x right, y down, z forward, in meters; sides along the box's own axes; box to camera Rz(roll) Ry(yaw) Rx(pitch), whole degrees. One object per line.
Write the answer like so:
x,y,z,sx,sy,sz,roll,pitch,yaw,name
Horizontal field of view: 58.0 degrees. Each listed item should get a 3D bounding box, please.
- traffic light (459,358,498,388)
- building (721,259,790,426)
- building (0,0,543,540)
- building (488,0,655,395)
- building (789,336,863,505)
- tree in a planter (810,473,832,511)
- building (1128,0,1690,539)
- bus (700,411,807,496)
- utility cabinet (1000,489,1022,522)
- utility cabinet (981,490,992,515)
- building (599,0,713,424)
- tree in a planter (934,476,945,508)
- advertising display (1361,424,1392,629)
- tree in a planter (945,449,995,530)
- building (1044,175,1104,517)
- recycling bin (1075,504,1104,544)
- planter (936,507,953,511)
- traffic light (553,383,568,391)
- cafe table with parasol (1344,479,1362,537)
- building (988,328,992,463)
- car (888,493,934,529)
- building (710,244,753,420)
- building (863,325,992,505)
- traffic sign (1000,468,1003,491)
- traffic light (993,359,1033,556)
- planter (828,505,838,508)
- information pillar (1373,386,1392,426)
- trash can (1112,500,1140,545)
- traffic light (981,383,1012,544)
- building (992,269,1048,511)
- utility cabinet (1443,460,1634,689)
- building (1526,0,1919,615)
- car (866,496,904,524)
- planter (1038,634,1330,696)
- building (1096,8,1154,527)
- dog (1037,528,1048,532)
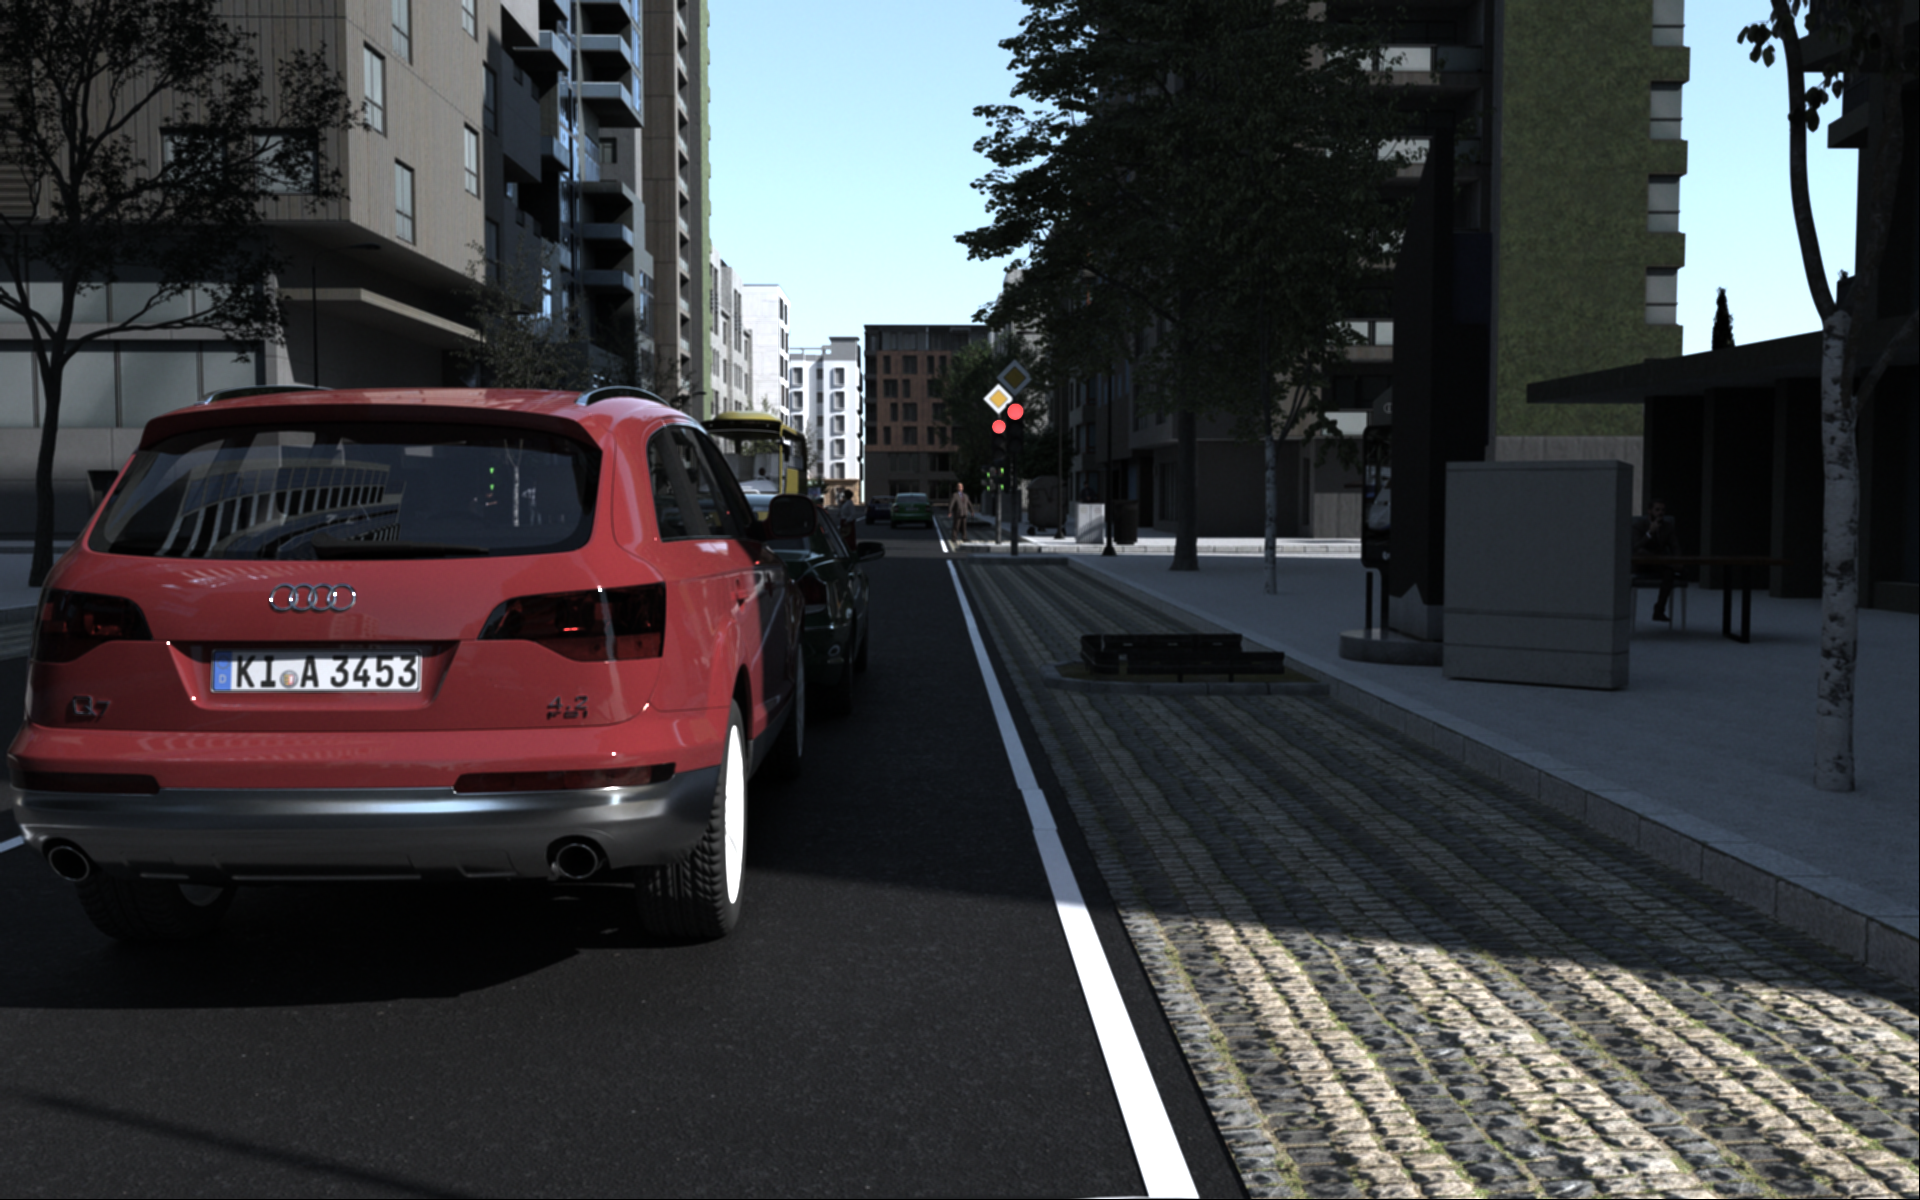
-9.922,-2.869,35.822,0.839,4.253,0.868,0,4,-1,traffic light
-31.528,-19.723,166.448,27.936,21.610,32.646,0,4,-1,building
-30.140,-28.696,58.417,28.713,52.752,27.495,0,4,-1,building
-27.270,-47.338,86.642,22.319,86.520,31.000,0,4,-1,building
-17.925,-21.871,214.014,11.380,20.091,16.016,0,4,-1,building
-11.839,-9.118,146.303,1.991,3.239,1.994,0,4,-1,tree in a planter
13.004,-22.645,53.837,14.086,41.232,14.154,0,4,-1,building
-6.445,-3.868,54.793,2.896,3.916,12.252,0,4,-2,bus
2.286,-4.255,78.254,0.318,1.500,1.173,-3,5,-40,utility cabinet
1.625,-5.843,104.208,0.318,1.500,1.173,1,4,23,utility cabinet
-23.757,-26.117,110.600,14.154,41.232,14.086,0,4,-1,building
-1.583,-10.765,173.226,1.991,3.239,1.994,0,4,-1,tree in a planter
4.051,-0.659,15.993,0.123,1.923,0.974,-2,4,-23,advertising display
0.501,-4.373,68.720,1.991,3.239,1.994,0,4,-1,tree in a planter
19.895,-15.858,104.317,27.650,21.520,28.899,0,4,-1,building
3.349,-1.972,44.793,0.722,1.027,0.722,0,4,0,recycling bin
-1.037,-7.637,146.001,1.991,0.319,1.994,0,4,-1,planter
-10.081,-3.357,43.805,0.839,4.253,0.868,0,4,-1,traffic light
11.475,-2.506,45.838,2.610,1.966,2.610,3,4,39,cafe table with parasol
11.818,-19.001,177.127,16.747,18.905,31.486,0,4,-1,building
-2.057,-3.954,73.438,1.959,1.807,4.718,0,4,-2,car
-26.065,-16.402,134.628,16.747,18.905,31.486,0,4,-1,building
4.478,-22.976,219.637,32.646,21.610,27.936,0,4,-1,building
2.010,-5.239,85.767,0.768,2.556,0.104,0,4,1,traffic sign
1.117,-2.883,36.057,0.839,4.253,0.868,0,4,-1,traffic light
-12.391,-9.359,174.155,1.991,0.319,1.994,0,4,-1,planter
8.839,-2.735,36.068,0.504,3.616,0.183,1,4,9,information pillar
4.187,-1.969,43.852,0.748,1.137,0.748,0,3,0,trash can
0.958,-3.371,44.041,0.839,4.253,0.868,0,4,-1,traffic light
11.921,-17.020,144.742,16.747,18.905,31.486,0,4,-1,building
3.883,-0.183,11.672,1.173,1.500,0.318,3,5,41,utility cabinet
19.874,-21.845,11.785,22.147,44.769,28.867,0,4,-1,building
-3.582,-4.310,83.043,1.945,1.354,3.894,0,4,1,car
1.613,0.485,13.218,1.991,0.319,1.994,0,4,-1,planter
13.315,-25.805,72.020,14.600,45.320,14.200,0,4,-1,building
2.857,-2.522,58.962,0.550,0.427,0.748,2,4,33,dog
